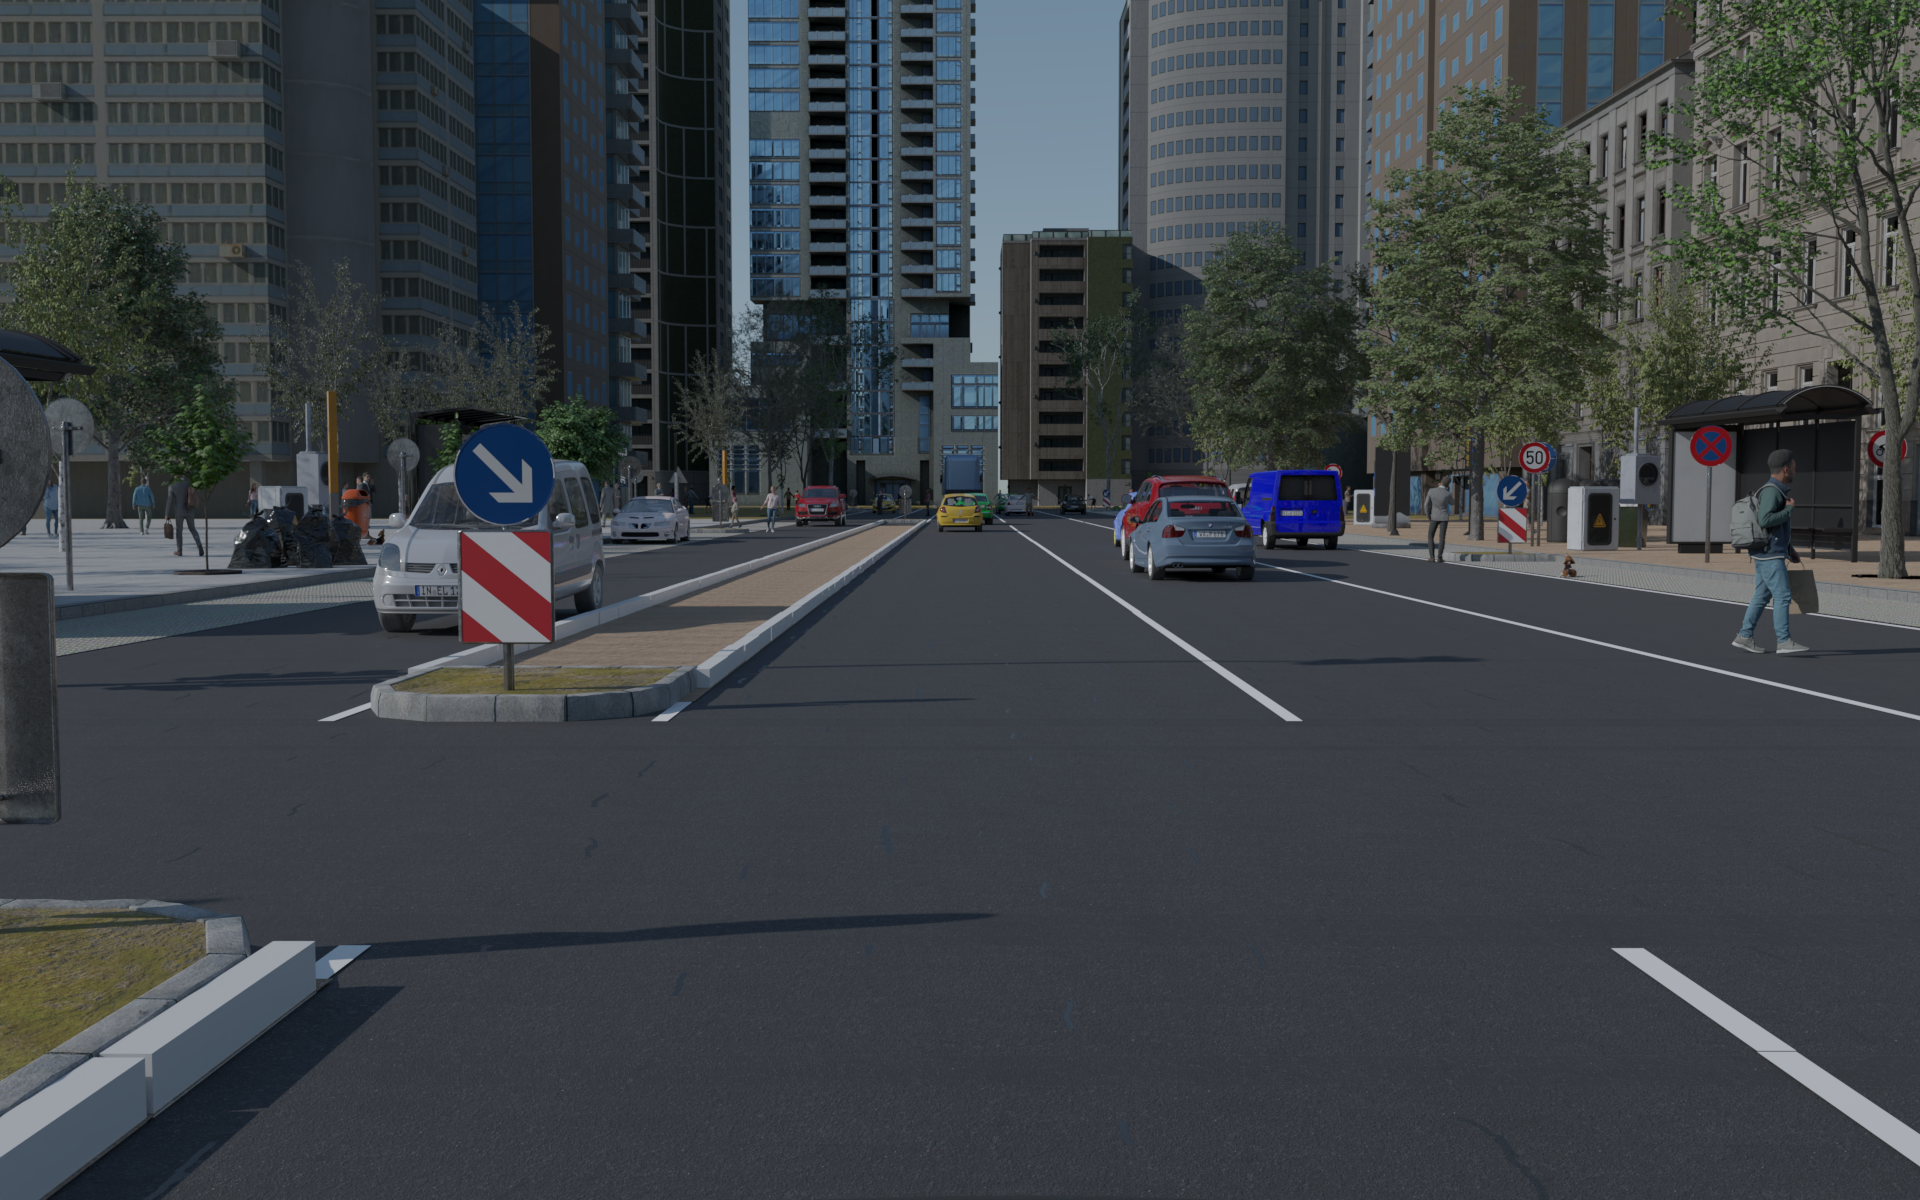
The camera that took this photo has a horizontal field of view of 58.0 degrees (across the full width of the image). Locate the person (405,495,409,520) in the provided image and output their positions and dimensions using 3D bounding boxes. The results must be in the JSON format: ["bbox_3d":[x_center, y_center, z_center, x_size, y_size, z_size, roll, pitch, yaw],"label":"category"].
[{"bbox_3d":[-23.666,-3.866,73.914,0.373,1.253,0.362,2,4,35],"label":"person"}]

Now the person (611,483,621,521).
[{"bbox_3d":[-14.886,-4.193,74.935,0.374,1.781,0.599,3,4,38],"label":"person"}]

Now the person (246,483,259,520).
[{"bbox_3d":[-30.959,-4.237,75.907,0.593,1.750,0.643,0,4,-5],"label":"person"}]

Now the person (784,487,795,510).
[{"bbox_3d":[-13.587,-8.037,137.547,1.348,1.812,0.705,3,5,44],"label":"person"}]

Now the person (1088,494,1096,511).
[{"bbox_3d":[11.049,-8.191,145.611,0.799,1.438,0.628,0,4,5],"label":"person"}]

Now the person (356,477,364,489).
[{"bbox_3d":[-19.504,-3.080,56.199,0.447,1.846,0.655,0,4,5],"label":"person"}]

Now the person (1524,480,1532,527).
[{"bbox_3d":[21.710,-3.708,66.574,0.656,1.842,0.836,-2,4,-31],"label":"person"}]

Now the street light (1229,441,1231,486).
[{"bbox_3d":[13.054,-7.008,87.127,1.470,5.913,1.316,0,4,0],"label":"street light"}]

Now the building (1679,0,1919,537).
[{"bbox_3d":[34.294,-15.819,55.899,12.463,27.353,25.104,0,4,0],"label":"building"}]

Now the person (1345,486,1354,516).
[{"bbox_3d":[22.815,-5.783,101.129,0.750,1.759,0.617,1,4,16],"label":"person"}]

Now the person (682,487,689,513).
[{"bbox_3d":[-18.558,-6.782,117.474,0.434,1.755,0.990,1,4,19],"label":"person"}]

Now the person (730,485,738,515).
[{"bbox_3d":[-11.891,-5.191,91.595,0.721,1.739,1.217,0,4,0],"label":"person"}]

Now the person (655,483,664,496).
[{"bbox_3d":[-14.324,-4.697,83.021,0.590,1.801,0.661,2,4,31],"label":"person"}]

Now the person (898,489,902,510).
[{"bbox_3d":[-5.035,-8.419,145.782,0.705,1.869,1.348,0,4,1],"label":"person"}]

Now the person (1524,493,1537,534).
[{"bbox_3d":[17.619,-2.661,53.819,0.640,1.303,0.475,1,4,21],"label":"person"}]

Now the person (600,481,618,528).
[{"bbox_3d":[-13.442,-3.668,66.111,0.767,1.812,0.694,3,5,44],"label":"person"}]

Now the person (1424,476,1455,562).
[{"bbox_3d":[10.059,-1.694,36.379,0.592,1.802,0.473,2,4,32],"label":"person"}]

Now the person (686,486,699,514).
[{"bbox_3d":[-17.068,-6.368,110.241,0.705,1.814,1.350,-3,5,-43],"label":"person"}]

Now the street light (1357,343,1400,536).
[{"bbox_3d":[12.916,-4.948,53.449,1.470,5.913,1.316,0,4,0],"label":"street light"}]

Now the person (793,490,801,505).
[{"bbox_3d":[-15.783,-9.764,168.230,1.348,1.812,0.705,3,4,37],"label":"person"}]

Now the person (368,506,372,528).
[{"bbox_3d":[-22.133,-3.537,64.446,0.480,1.755,0.524,-2,4,-35],"label":"person"}]

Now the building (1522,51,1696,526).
[{"bbox_3d":[33.060,-14.009,78.197,9.793,20.994,18.267,0,4,0],"label":"building"}]

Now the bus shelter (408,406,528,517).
[{"bbox_3d":[-13.954,-3.560,49.482,1.731,3.624,6.357,0,4,0],"label":"bus shelter"}]

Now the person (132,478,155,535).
[{"bbox_3d":[-25.577,-2.929,54.271,0.601,1.785,0.444,-1,4,-14],"label":"person"}]

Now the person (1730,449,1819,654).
[{"bbox_3d":[7.268,-0.424,15.418,0.713,1.824,0.794,3,5,43],"label":"person"}]

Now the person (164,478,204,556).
[{"bbox_3d":[-16.003,-1.816,35.695,0.822,1.834,0.622,3,4,38],"label":"person"}]

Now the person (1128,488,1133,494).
[{"bbox_3d":[9.011,-4.951,89.901,0.683,1.767,0.568,-1,4,-14],"label":"person"}]

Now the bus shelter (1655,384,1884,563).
[{"bbox_3d":[16.025,-2.497,34.748,2.014,3.302,5.546,0,4,0],"label":"bus shelter"}]

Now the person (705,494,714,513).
[{"bbox_3d":[-16.420,-6.436,114.454,0.799,1.438,0.628,-2,4,-34],"label":"person"}]

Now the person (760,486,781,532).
[{"bbox_3d":[-7.137,-3.417,65.041,0.731,1.740,0.598,-1,4,-17],"label":"person"}]

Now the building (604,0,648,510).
[{"bbox_3d":[-40.867,-31.598,136.231,30.456,49.044,23.786,0,4,0],"label":"building"}]

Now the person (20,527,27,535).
[{"bbox_3d":[-29.202,-2.897,53.584,0.590,1.801,0.661,1,4,18],"label":"person"}]

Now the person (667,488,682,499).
[{"bbox_3d":[-21.538,-7.565,130.409,1.217,1.739,0.721,1,4,12],"label":"person"}]

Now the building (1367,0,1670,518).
[{"bbox_3d":[34.860,-28.172,110.722,14.600,45.320,14.200,0,4,0],"label":"building"}]

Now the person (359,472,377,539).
[{"bbox_3d":[-16.901,-2.693,49.438,0.474,1.900,0.648,-1,4,-12],"label":"person"}]

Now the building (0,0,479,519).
[{"bbox_3d":[-41.532,-24.893,98.875,32.217,40.220,23.993,0,4,0],"label":"building"}]

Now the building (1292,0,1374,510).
[{"bbox_3d":[39.880,-50.112,132.011,22.319,86.520,31.000,0,4,0],"label":"building"}]

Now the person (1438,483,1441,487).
[{"bbox_3d":[20.239,-4.063,73.020,0.519,1.759,0.362,0,3,0],"label":"person"}]

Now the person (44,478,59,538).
[{"bbox_3d":[-26.331,-2.685,50.203,0.793,1.790,0.793,0,4,-2],"label":"person"}]

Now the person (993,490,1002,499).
[{"bbox_3d":[3.560,-8.857,153.397,1.350,1.814,0.705,-1,4,-11],"label":"person"}]

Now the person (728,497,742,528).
[{"bbox_3d":[-9.444,-3.674,72.847,0.640,1.303,0.475,-3,5,-41],"label":"person"}]

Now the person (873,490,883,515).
[{"bbox_3d":[-5.651,-6.740,119.503,0.742,1.727,0.445,0,4,-5],"label":"person"}]

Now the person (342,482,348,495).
[{"bbox_3d":[-23.260,-3.624,65.866,0.524,1.755,0.480,-2,4,-24],"label":"person"}]

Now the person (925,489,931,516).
[{"bbox_3d":[-2.167,-6.323,112.596,0.721,1.743,1.217,-1,4,-10],"label":"person"}]

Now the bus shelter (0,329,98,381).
[{"bbox_3d":[-11.797,-1.531,18.959,2.014,3.302,5.546,0,4,0],"label":"bus shelter"}]

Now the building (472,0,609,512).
[{"bbox_3d":[-32.382,-28.602,117.758,14.600,45.320,14.200,0,4,0],"label":"building"}]

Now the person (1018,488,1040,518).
[{"bbox_3d":[4.094,-5.770,102.837,1.348,1.824,0.705,0,4,4],"label":"person"}]

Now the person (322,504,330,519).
[{"bbox_3d":[-31.272,-4.549,85.921,0.738,1.151,1.012,-1,4,-22],"label":"person"}]
